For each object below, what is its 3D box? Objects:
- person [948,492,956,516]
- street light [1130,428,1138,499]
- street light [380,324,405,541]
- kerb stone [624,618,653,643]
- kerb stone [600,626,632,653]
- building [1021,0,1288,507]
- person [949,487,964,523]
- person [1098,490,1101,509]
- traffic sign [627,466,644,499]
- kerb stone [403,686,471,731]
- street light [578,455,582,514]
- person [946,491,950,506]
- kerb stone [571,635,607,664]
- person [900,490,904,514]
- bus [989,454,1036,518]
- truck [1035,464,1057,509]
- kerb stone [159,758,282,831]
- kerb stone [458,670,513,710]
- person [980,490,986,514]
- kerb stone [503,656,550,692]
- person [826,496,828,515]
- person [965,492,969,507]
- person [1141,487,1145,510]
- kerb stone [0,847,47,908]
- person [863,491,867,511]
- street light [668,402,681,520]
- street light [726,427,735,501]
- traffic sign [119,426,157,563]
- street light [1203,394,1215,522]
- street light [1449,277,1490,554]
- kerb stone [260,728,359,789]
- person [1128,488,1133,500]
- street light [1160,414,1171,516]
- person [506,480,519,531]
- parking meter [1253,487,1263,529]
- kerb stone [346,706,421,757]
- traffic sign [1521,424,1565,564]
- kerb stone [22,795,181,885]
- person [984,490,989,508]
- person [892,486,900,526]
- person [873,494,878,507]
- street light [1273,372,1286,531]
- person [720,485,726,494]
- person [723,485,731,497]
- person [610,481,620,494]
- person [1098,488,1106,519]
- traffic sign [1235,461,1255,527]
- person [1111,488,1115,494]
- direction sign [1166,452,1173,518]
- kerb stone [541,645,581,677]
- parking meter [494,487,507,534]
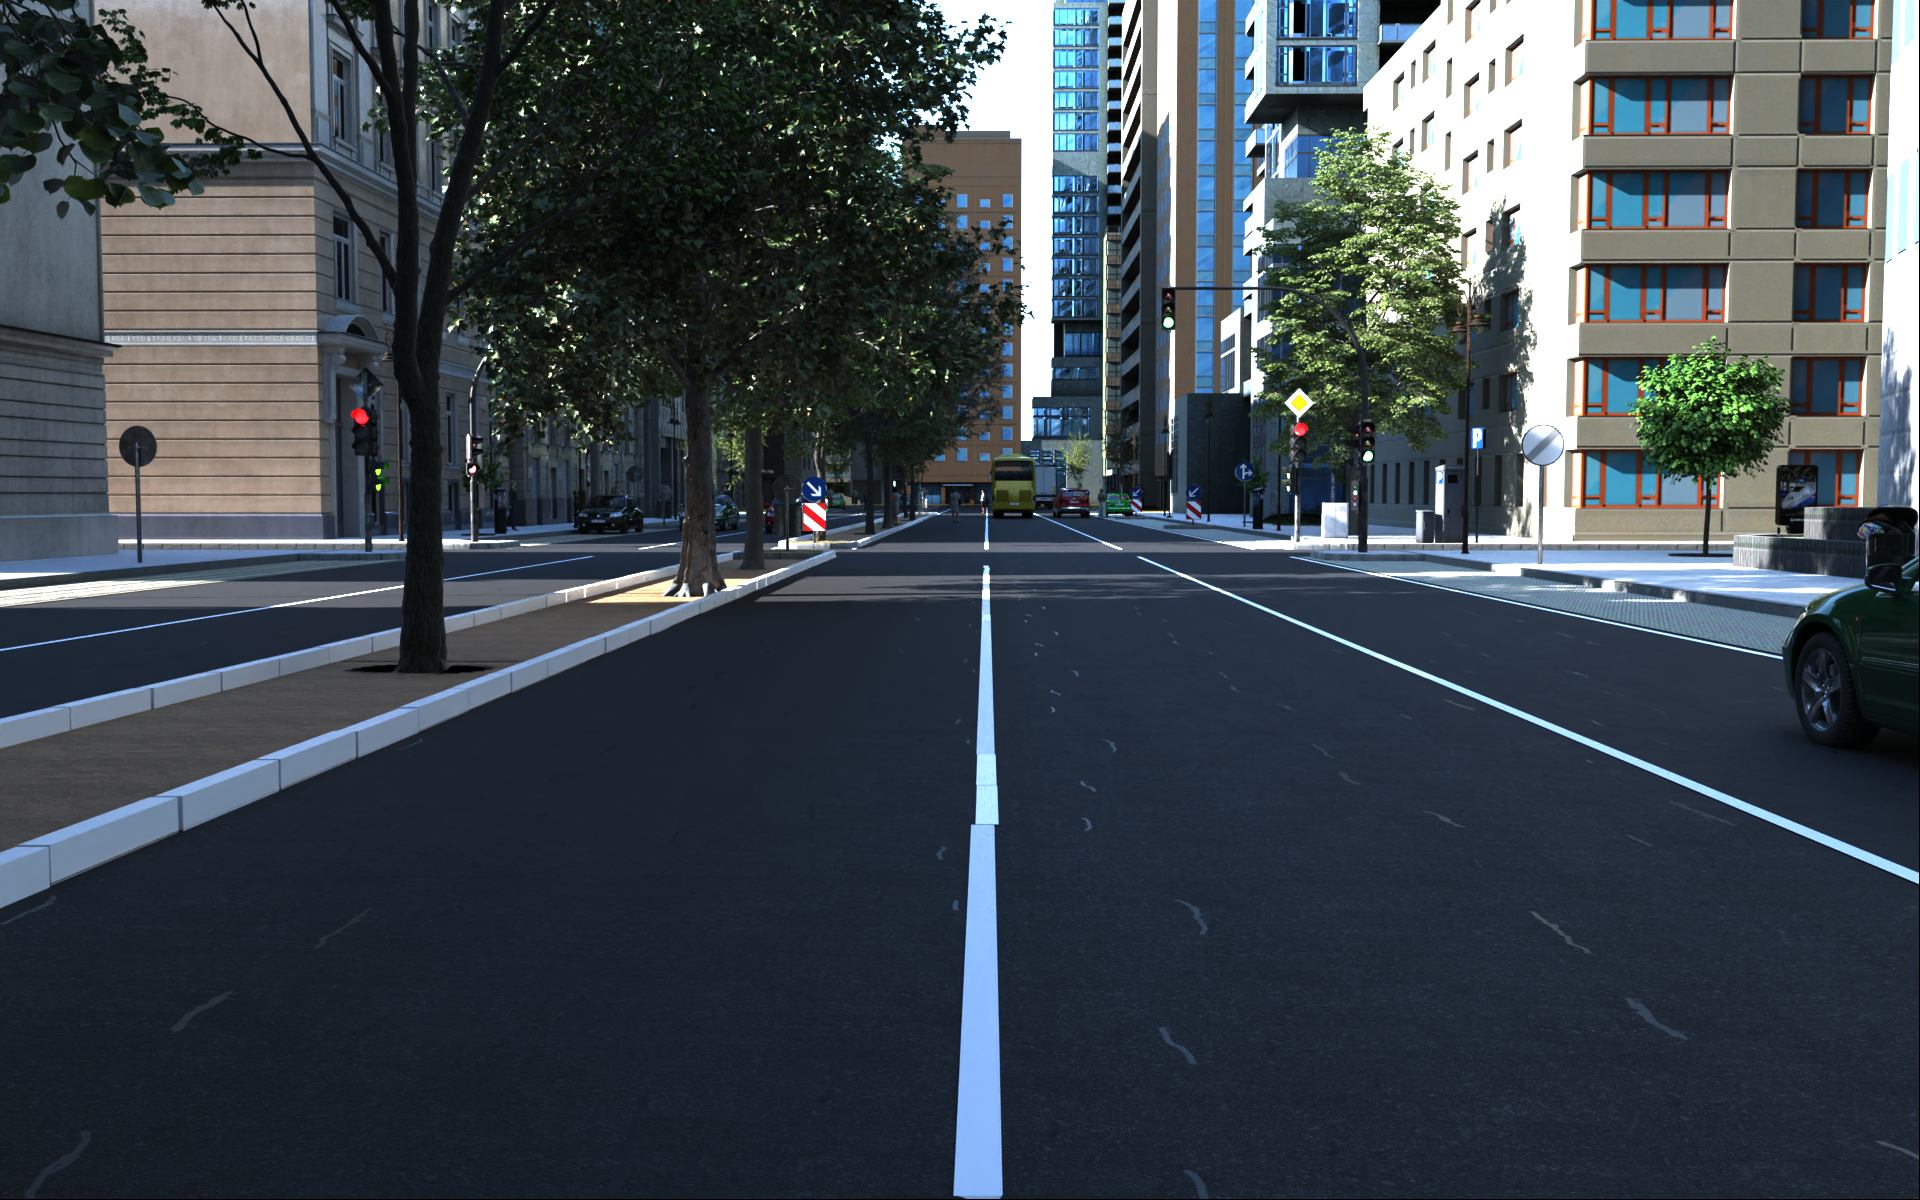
[{"bbox_3d":[-0.385,-6.362,112.697,0.728,1.800,0.709,2,4,28],"label":"person"},{"bbox_3d":[12.150,-9.051,120.769,0.468,5.910,1.993,0,4,1],"label":"street light"},{"bbox_3d":[-15.158,-4.528,46.828,0.468,5.910,1.993,0,4,1],"label":"street light"},{"bbox_3d":[-3.214,0.313,17.081,0.120,0.150,1.000,0,4,1],"label":"kerb stone"},{"bbox_3d":[-3.229,0.378,16.057,0.120,0.150,1.000,0,4,1],"label":"kerb stone"},{"bbox_3d":[22.999,-55.253,216.061,31.000,86.520,22.319,0,4,1],"label":"building"},{"bbox_3d":[-0.167,-4.763,86.738,0.716,1.782,0.532,0,4,8],"label":"person"},{"bbox_3d":[12.342,-8.927,152.551,0.434,1.755,0.990,1,4,12],"label":"person"},{"bbox_3d":[-14.487,-4.720,77.282,0.768,2.556,0.104,0,4,6],"label":"traffic sign"},{"bbox_3d":[-3.310,0.689,10.930,0.120,0.150,1.000,0,4,1],"label":"kerb stone"},{"bbox_3d":[-14.756,-5.774,67.191,0.468,5.910,1.993,0,4,1],"label":"street light"},{"bbox_3d":[-1.353,-11.128,191.265,0.721,1.723,1.217,0,4,7],"label":"person"},{"bbox_3d":[-3.252,0.439,15.024,0.120,0.150,1.000,0,4,1],"label":"kerb stone"},{"bbox_3d":[-4.284,-7.211,126.849,0.568,1.767,0.683,0,4,-8],"label":"person"},{"bbox_3d":[3.202,-7.007,106.111,2.896,3.916,12.252,0,4,1],"label":"bus"},{"bbox_3d":[7.897,-10.973,168.325,2.839,4.237,11.283,0,4,0],"label":"truck"},{"bbox_3d":[-3.354,0.877,7.856,0.120,0.150,1.000,0,4,1],"label":"kerb stone"},{"bbox_3d":[-3.299,0.626,11.956,0.120,0.150,1.000,0,4,1],"label":"kerb stone"},{"bbox_3d":[1.564,-6.939,122.735,0.721,1.735,1.217,0,4,6],"label":"person"},{"bbox_3d":[-3.279,0.564,12.979,0.120,0.150,1.000,0,4,1],"label":"kerb stone"},{"bbox_3d":[-9.313,-6.588,120.468,0.306,1.304,0.590,0,4,4],"label":"person"},{"bbox_3d":[0.783,-10.894,188.081,0.593,1.643,0.415,1,4,19],"label":"person"},{"bbox_3d":[14.334,-7.972,136.392,0.705,1.823,1.348,1,4,22],"label":"person"},{"bbox_3d":[-3.383,1.004,5.807,0.120,0.150,1.000,0,4,1],"label":"kerb stone"},{"bbox_3d":[-8.086,-8.554,149.283,0.541,1.710,0.530,-1,4,-19],"label":"person"},{"bbox_3d":[-14.338,-6.993,87.116,0.468,5.910,1.993,0,4,1],"label":"street light"},{"bbox_3d":[-14.144,-8.222,107.217,0.468,5.910,1.993,0,4,1],"label":"street light"},{"bbox_3d":[-15.327,-1.969,32.293,0.768,2.556,0.104,1,4,9],"label":"traffic sign"},{"bbox_3d":[11.579,-6.588,80.494,0.468,5.910,1.993,0,4,1],"label":"street light"},{"bbox_3d":[10.876,-3.934,37.107,0.468,5.910,1.993,0,4,1],"label":"street light"},{"bbox_3d":[-3.341,0.814,8.886,0.120,0.150,1.000,0,4,1],"label":"kerb stone"},{"bbox_3d":[13.908,-8.280,141.447,0.705,1.821,1.348,1,4,22],"label":"person"},{"bbox_3d":[11.879,-7.801,100.341,0.468,5.910,1.993,0,4,1],"label":"street light"},{"bbox_3d":[-15.686,-3.307,60.533,0.534,1.772,0.576,-2,4,-35],"label":"person"},{"bbox_3d":[10.873,-3.350,63.184,0.372,1.533,0.369,0,3,0],"label":"parking meter"},{"bbox_3d":[-3.321,0.757,9.908,0.120,0.150,1.000,0,4,1],"label":"kerb stone"},{"bbox_3d":[10.593,-1.923,31.554,0.768,2.556,0.104,0,4,7],"label":"traffic sign"},{"bbox_3d":[-3.377,0.940,6.832,0.120,0.150,1.000,0,4,1],"label":"kerb stone"},{"bbox_3d":[2.872,-10.784,184.808,0.705,1.826,1.348,-1,4,-13],"label":"person"},{"bbox_3d":[-2.900,-4.133,76.433,0.532,1.782,0.716,1,4,23],"label":"person"},{"bbox_3d":[-10.010,-11.506,196.631,1.348,1.824,0.705,1,4,21],"label":"person"},{"bbox_3d":[11.195,-5.374,60.649,0.468,5.910,1.993,0,4,1],"label":"street light"},{"bbox_3d":[-14.874,-6.252,108.270,0.555,1.821,0.388,2,4,29],"label":"person"},{"bbox_3d":[-11.590,-4.758,85.661,0.474,1.900,0.648,-3,4,-36],"label":"person"},{"bbox_3d":[-14.431,-4.063,72.380,0.836,1.842,0.656,-1,4,-9],"label":"person"},{"bbox_3d":[8.079,-5.456,98.259,0.519,1.759,0.362,2,4,28],"label":"person"},{"bbox_3d":[11.124,-4.130,67.638,0.768,2.556,0.104,0,4,5],"label":"traffic sign"},{"bbox_3d":[14.282,-9.478,161.099,0.705,1.812,1.348,-1,4,-16],"label":"person"},{"bbox_3d":[11.359,-6.228,93.817,0.379,3.537,0.876,-1,4,-14],"label":"direction sign"},{"bbox_3d":[-3.264,0.502,14.002,0.120,0.150,1.000,0,4,1],"label":"kerb stone"},{"bbox_3d":[-14.862,-2.910,55.985,0.372,1.533,0.369,0,3,0],"label":"parking meter"}]
